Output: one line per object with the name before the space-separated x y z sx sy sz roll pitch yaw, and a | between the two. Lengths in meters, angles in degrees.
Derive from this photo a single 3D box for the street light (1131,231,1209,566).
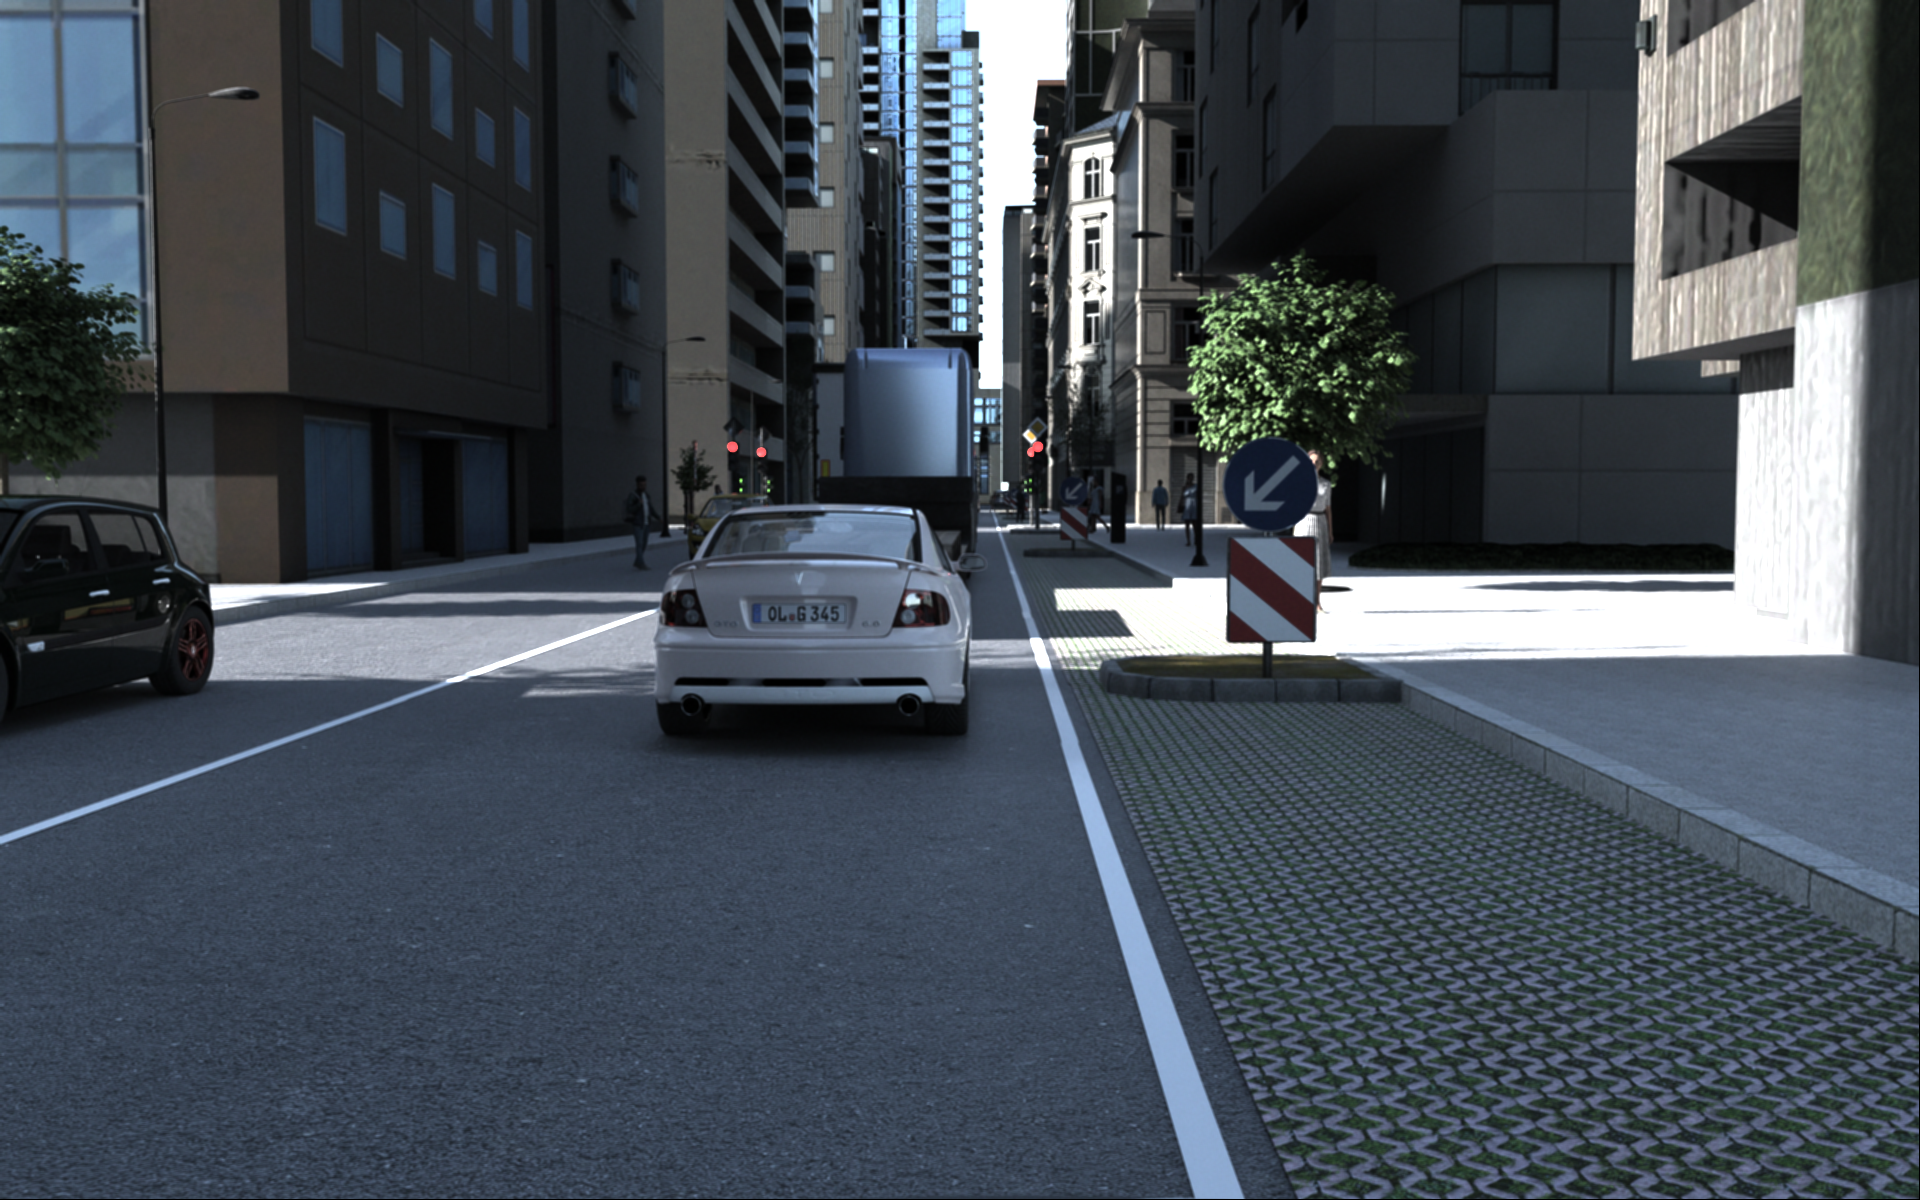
street light | 3.729 -3.560 30.748 1.470 5.913 1.316 0 4 1

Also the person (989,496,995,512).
person | 2.507 -7.587 136.826 0.475 1.303 0.640 -3 5 -44

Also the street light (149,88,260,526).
street light | -8.709 -2.901 19.968 1.470 5.913 1.316 0 4 1

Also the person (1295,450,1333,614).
person | 3.789 -0.729 18.540 0.480 1.755 0.524 -1 4 -13

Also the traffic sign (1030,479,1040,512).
traffic sign | 5.497 -7.748 126.778 0.768 2.556 0.104 0 4 4

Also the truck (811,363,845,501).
truck | -1.693 -3.278 42.514 2.839 4.237 11.283 0 4 2

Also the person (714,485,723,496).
person | -9.206 -3.517 66.260 0.793 1.790 0.793 -1 4 -9

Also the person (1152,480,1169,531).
person | 6.971 -3.298 60.301 0.601 1.785 0.444 0 4 0

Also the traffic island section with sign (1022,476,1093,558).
traffic island section with sign | 2.464 -1.902 39.723 1.989 1.847 2.006 0 4 1

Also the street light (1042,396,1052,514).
street light | 4.597 -6.704 82.149 1.470 5.913 1.316 0 4 1

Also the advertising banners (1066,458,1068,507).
advertising banners | 4.763 -4.929 76.774 0.090 3.025 2.074 0 4 2

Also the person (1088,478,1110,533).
person | 4.457 -3.058 56.132 0.778 1.811 0.616 0 4 -6

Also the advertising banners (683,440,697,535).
advertising banners | -8.631 -3.631 55.562 0.090 3.025 2.074 0 4 3

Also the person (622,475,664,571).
person | -5.983 -1.446 32.490 0.721 1.781 0.623 1 4 19

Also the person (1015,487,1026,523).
person | 3.043 -4.754 86.642 0.576 1.772 0.534 0 4 7

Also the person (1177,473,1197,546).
person | 5.684 -2.248 42.885 0.616 1.811 0.778 1 4 21

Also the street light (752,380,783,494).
street light | -7.916 -6.000 70.642 1.470 5.913 1.316 0 4 1

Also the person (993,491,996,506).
person | 4.030 -12.075 206.447 0.721 1.766 1.217 2 4 32

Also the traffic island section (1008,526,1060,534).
traffic island section | 2.826 -2.474 62.727 2.009 0.180 2.903 0 4 1

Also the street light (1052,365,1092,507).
street light | 4.188 -5.507 62.579 1.470 5.913 1.316 0 4 1

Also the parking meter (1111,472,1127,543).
parking meter | 4.169 -2.431 45.451 0.399 1.863 0.255 0 4 -7

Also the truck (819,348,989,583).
truck | -1.082 -2.229 26.201 2.967 4.110 18.799 0 4 1

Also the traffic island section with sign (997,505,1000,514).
traffic island section with sign | 3.774 -6.989 122.895 1.989 1.847 2.006 0 4 1

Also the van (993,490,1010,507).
van | 4.667 -11.518 195.332 2.013 2.044 4.112 0 4 1

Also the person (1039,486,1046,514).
person | 5.281 -6.385 110.679 0.600 1.795 0.529 2 4 35

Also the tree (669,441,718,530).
tree | -9.692 -4.164 62.678 1.663 3.219 1.824 0 3 0

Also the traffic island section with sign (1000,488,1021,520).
traffic island section with sign | 3.346 -5.340 95.943 1.989 1.847 2.006 0 4 1

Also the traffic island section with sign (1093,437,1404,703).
traffic island section with sign | 2.057 -0.253 12.771 1.989 1.847 2.006 0 4 1

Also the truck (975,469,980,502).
truck | 0.680 -11.441 176.817 2.967 4.110 18.799 0 3 0

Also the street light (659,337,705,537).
street light | -8.221 -4.818 51.317 1.470 5.913 1.316 0 4 1
